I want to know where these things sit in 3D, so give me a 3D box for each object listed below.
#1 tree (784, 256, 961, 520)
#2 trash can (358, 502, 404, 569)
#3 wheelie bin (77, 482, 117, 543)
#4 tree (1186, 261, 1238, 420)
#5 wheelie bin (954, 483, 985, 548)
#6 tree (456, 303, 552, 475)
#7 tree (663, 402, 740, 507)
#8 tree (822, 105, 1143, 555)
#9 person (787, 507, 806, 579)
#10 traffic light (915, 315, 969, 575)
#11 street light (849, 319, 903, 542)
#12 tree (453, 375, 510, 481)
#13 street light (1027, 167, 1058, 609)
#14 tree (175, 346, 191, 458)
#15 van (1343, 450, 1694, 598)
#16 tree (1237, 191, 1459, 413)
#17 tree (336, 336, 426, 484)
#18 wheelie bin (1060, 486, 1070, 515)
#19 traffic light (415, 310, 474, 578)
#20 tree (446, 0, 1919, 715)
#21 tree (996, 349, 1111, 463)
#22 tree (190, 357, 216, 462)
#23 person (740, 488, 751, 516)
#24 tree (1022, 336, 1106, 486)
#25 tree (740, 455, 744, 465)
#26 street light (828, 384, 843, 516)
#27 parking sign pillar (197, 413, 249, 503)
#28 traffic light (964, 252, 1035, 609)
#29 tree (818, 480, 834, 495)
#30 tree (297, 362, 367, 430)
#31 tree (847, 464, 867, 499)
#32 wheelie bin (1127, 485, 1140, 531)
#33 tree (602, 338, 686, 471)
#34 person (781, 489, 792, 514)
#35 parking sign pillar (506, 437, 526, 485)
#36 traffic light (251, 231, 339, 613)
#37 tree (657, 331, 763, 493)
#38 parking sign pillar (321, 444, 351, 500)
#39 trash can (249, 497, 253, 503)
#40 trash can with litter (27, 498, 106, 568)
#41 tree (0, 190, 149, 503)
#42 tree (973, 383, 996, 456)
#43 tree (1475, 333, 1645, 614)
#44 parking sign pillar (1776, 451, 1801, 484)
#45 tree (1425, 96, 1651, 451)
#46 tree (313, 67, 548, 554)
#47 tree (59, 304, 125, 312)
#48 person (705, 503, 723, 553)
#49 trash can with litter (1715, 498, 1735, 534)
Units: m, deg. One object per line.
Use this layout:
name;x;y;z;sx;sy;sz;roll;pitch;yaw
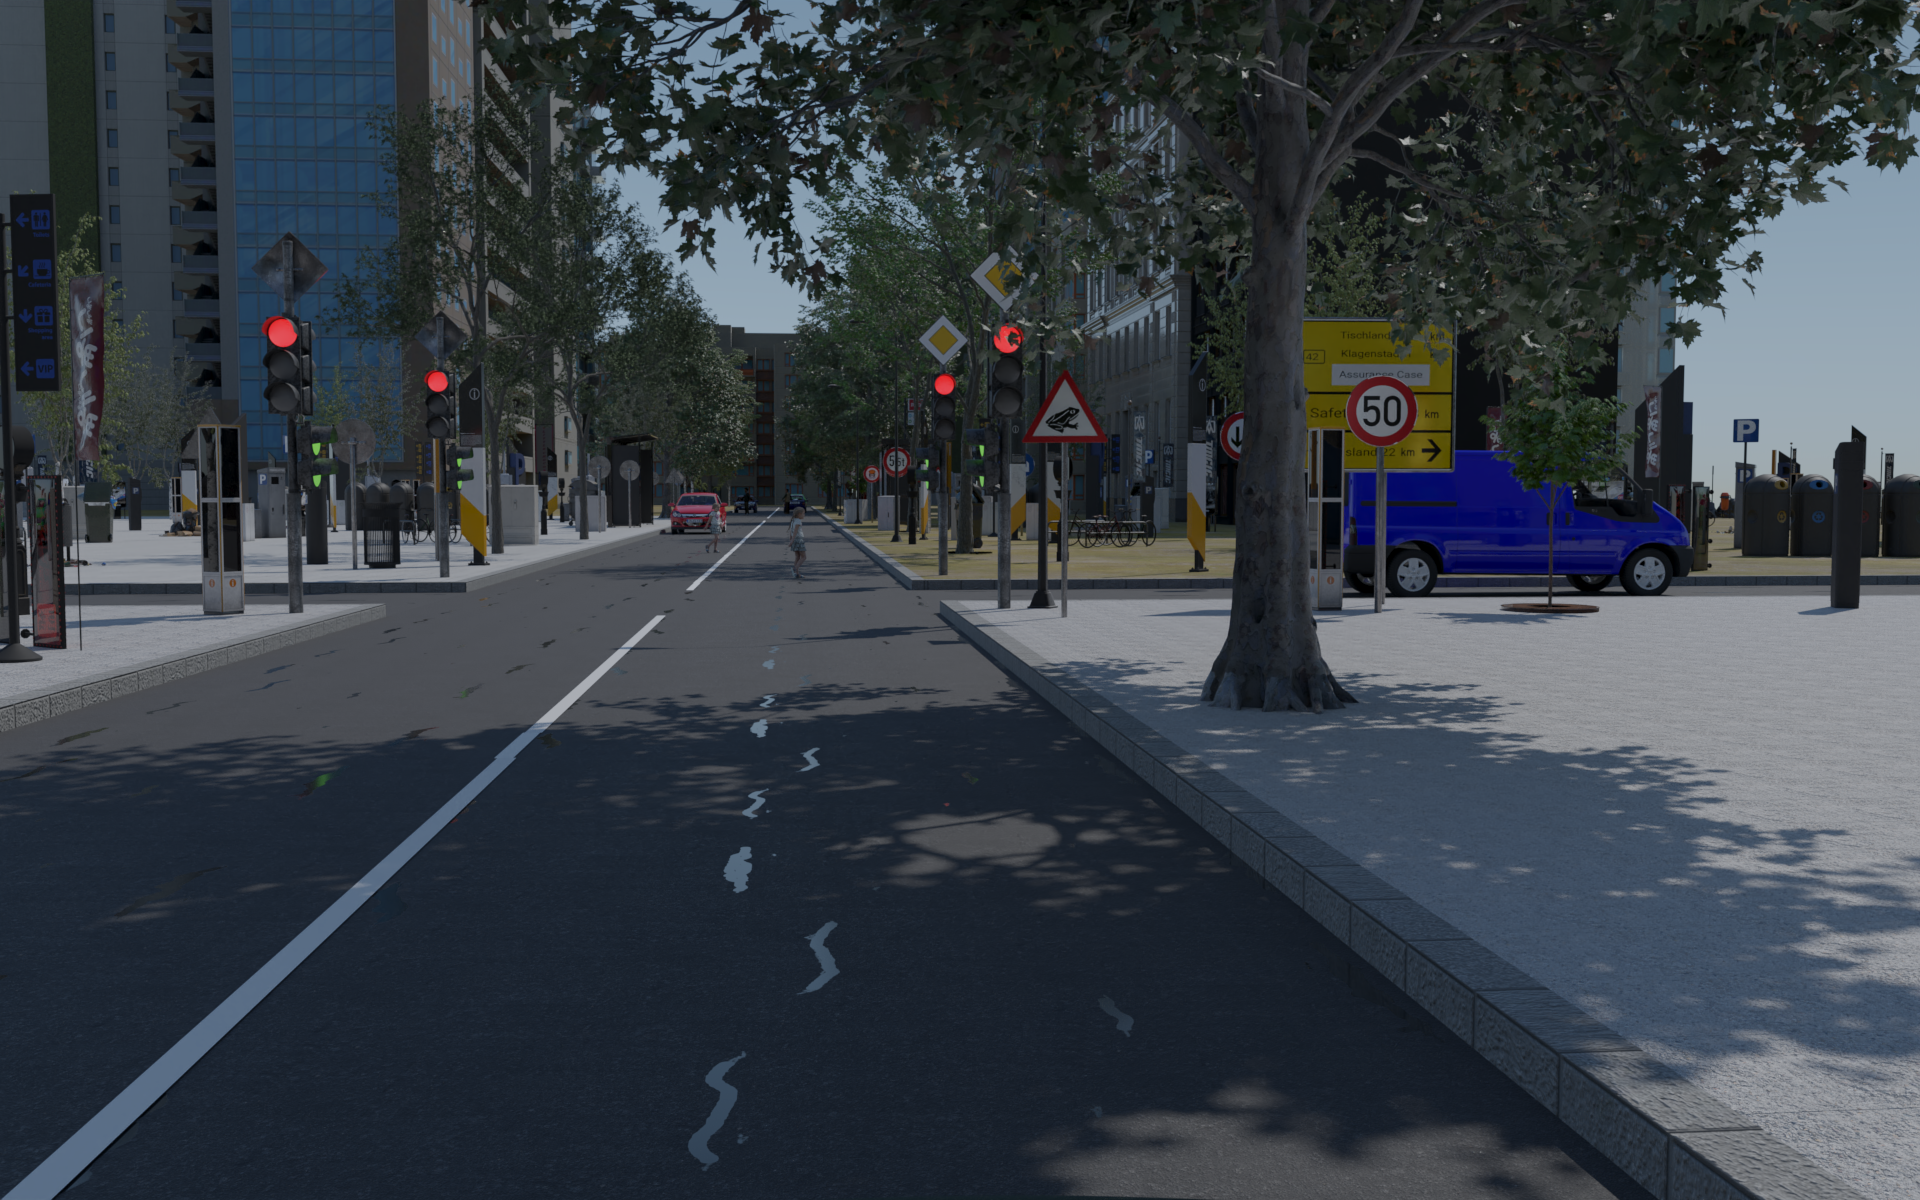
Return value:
tree;-4.535;-11.046;87.252;9.857;13.997;8.962;0;3;0
trash can;-10.017;-1.122;30.005;0.748;1.137;0.748;0;3;0
wheelie bin;-22.735;-2.311;45.687;0.980;1.594;0.693;-1;4;-16
tree;9.372;-6.415;55.249;4.737;8.622;4.395;0;3;0
wheelie bin;0.206;-2.029;41.086;0.693;1.594;0.980;-1;4;-9
tree;-17.716;-7.090;66.288;4.360;8.622;3.978;0;3;0
tree;-17.689;-9.913;112.438;4.737;8.622;4.395;0;3;0
tree;0.260;-6.797;36.892;9.928;11.665;9.643;0;3;0
person;-2.826;-0.977;29.490;0.382;1.210;0.505;-2;4;-29
traffic light;-0.284;-2.346;27.271;0.839;4.253;0.868;0;4;-5
street light;-2.235;-4.500;46.124;1.470;5.913;1.316;0;4;-5
tree;-27.230;-9.050;98.337;4.737;8.622;4.395;0;3;0
street light;0.392;-2.860;19.302;1.470;5.913;1.316;0;4;-5
tree;-37.969;-7.899;79.505;4.360;8.622;3.978;0;3;0
van;7.657;-1.231;24.518;5.245;2.365;2.240;0;4;-7
tree;9.731;-5.618;42.218;4.737;8.622;4.395;0;3;0
tree;-26.633;-7.892;79.390;4.360;8.622;3.978;0;3;0
wheelie bin;3.948;-3.739;69.040;0.980;1.594;0.693;2;4;34
traffic light;-7.909;-2.300;26.528;0.839;4.253;0.868;0;4;-5
tree;1.909;-5.698;10.168;9.611;12.733;9.660;0;3;0
tree;5.132;-8.273;85.620;4.737;8.622;4.395;0;3;0
tree;-39.479;-8.343;86.763;4.360;8.622;3.978;0;3;0
person;-14.289;-6.579;115.698;0.705;1.869;1.348;-3;4;-36
tree;4.546;-7.798;77.862;4.360;8.622;3.978;0;3;0
tree;-22.872;-13.522;171.444;4.737;8.622;4.395;0;3;0
street light;-4.894;-6.181;73.596;1.470;5.913;1.316;0;4;-5
parking sign pillar;-24.027;-4.189;56.968;1.447;3.967;1.447;1;4;16
traffic light;0.477;-1.859;19.322;0.839;4.253;0.868;0;4;-5
tree;-12.978;-10.758;170.499;1.663;3.219;1.824;0;3;0
tree;-35.169;-8.941;96.542;4.737;8.622;4.395;0;3;0
tree;-5.365;-6.082;94.040;1.663;3.219;1.824;0;3;0
wheelie bin;6.116;-3.091;58.445;0.980;1.594;0.693;-3;4;-36
tree;-14.526;-7.937;80.131;4.360;8.622;3.978;0;3;0
person;-12.432;-7.090;124.515;0.705;1.812;1.348;2;4;28
parking sign pillar;-21.166;-5.757;82.603;1.447;3.967;1.447;1;4;9
traffic light;-7.148;-1.814;18.579;0.839;4.253;0.868;0;4;-5
tree;-17.612;-12.408;120.996;7.486;12.596;7.792;0;3;0
parking sign pillar;-29.770;-5.773;82.861;1.447;3.967;1.447;0;4;2
trash can;-33.115;-4.189;80.145;0.748;1.137;0.748;0;3;0
trash can with litter;-16.064;-1.198;30.644;1.678;1.210;2.233;-1;4;-14
tree;-21.924;-5.610;42.080;4.737;8.622;4.395;0;3;0
tree;2.124;-9.217;101.054;4.737;8.622;4.395;0;3;0
tree;6.473;-1.483;18.855;1.663;3.219;1.824;0;3;0
parking sign pillar;51.074;-7.239;106.825;1.447;3.967;1.447;-3;5;-44
tree;10.220;-4.958;31.430;4.360;8.622;3.978;0;3;0
tree;-9.854;-6.291;37.269;8.767;10.594;7.601;1;4;11
tree;-32.544;-6.983;64.530;4.360;8.622;3.978;0;3;0
person;-6.001;-1.763;42.342;0.382;1.210;0.505;2;4;23
trash can with litter;25.333;-2.796;56.774;1.678;1.210;2.233;3;4;36
